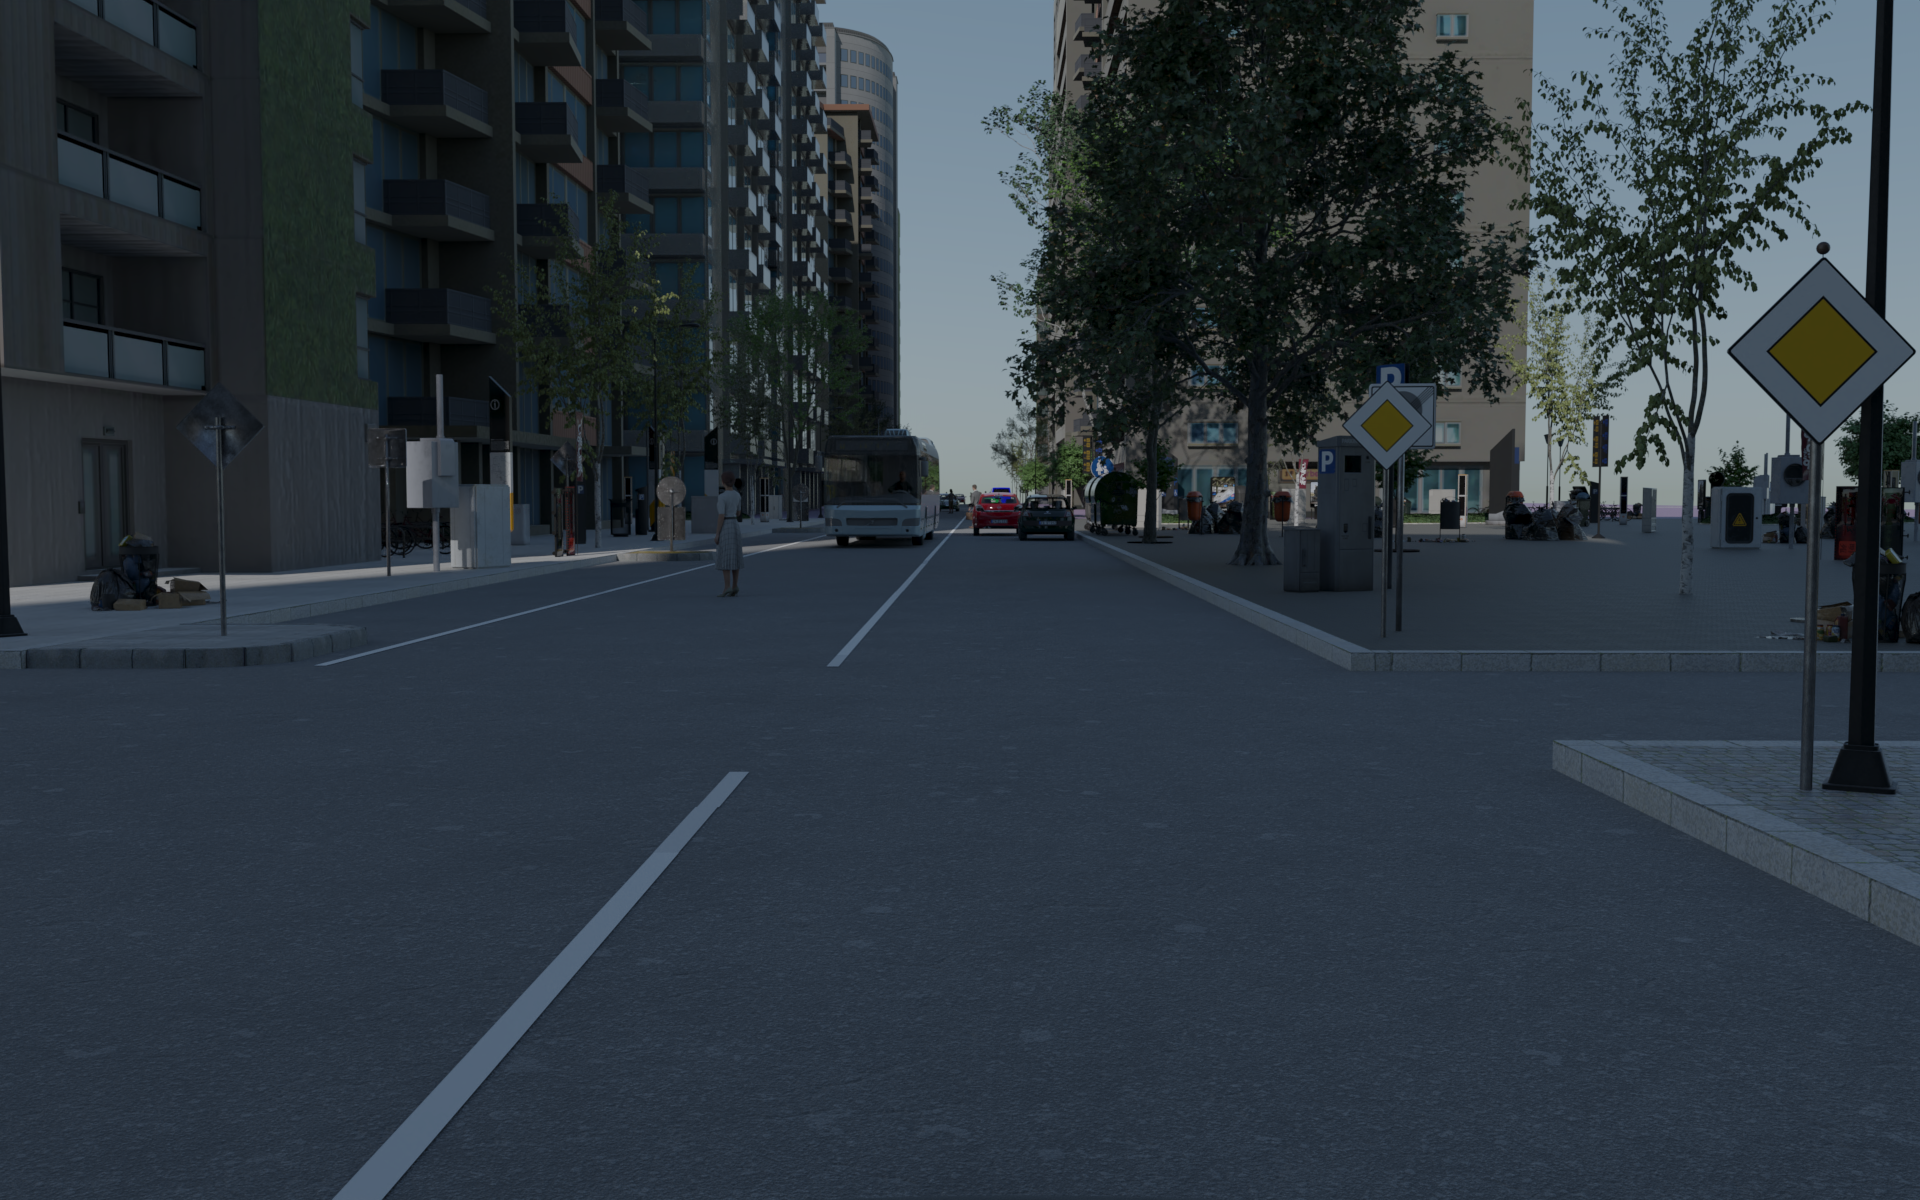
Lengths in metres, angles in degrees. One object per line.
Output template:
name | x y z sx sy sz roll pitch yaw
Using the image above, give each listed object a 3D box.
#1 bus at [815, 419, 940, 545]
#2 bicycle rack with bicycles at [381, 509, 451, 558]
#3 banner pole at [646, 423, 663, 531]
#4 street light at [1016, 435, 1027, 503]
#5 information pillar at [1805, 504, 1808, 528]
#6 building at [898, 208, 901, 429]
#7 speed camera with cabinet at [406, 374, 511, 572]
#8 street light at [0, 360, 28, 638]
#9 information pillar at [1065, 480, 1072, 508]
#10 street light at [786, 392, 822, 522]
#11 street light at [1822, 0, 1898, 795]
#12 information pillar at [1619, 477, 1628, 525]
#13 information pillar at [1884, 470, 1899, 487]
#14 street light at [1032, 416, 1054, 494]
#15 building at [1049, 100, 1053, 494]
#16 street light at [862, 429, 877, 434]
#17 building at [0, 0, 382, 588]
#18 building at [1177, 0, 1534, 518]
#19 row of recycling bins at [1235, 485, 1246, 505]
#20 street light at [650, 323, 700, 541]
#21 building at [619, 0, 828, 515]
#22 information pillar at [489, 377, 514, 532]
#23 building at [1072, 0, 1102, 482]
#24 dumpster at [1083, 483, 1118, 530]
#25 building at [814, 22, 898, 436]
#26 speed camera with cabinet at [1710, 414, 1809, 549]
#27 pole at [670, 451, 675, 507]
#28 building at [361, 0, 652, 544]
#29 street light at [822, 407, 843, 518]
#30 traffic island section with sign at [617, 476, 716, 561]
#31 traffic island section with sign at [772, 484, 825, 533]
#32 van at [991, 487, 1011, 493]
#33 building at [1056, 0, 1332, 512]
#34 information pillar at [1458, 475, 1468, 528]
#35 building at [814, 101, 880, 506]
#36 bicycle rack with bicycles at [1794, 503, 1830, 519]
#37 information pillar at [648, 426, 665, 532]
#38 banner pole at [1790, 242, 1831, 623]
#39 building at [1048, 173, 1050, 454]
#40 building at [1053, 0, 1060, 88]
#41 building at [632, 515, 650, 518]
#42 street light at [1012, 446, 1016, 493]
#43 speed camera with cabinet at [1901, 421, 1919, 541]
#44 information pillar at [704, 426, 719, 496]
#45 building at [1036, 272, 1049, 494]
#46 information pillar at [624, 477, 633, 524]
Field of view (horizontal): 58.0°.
bus | -2.145 -3.439 51.079 2.948 3.499 13.247 0 4 2
bicycle rack with bicycles | -12.149 -1.370 35.777 2.925 0.926 2.852 0 4 4
banner pole | -10.775 -4.332 60.840 0.863 3.779 0.401 -3 5 -42
street light | 5.356 -9.959 135.364 1.470 5.913 1.316 0 4 1
information pillar | 23.192 -2.607 47.116 0.304 2.012 0.304 1 4 16
building | -15.620 -34.090 240.962 14.154 41.232 14.086 0 4 1
speed camera with cabinet | -8.513 -2.148 29.453 0.660 3.252 2.038 1 4 23
street light | -8.084 -2.624 15.447 1.470 5.913 1.316 0 4 1
information pillar | 5.468 -5.067 87.336 0.304 2.012 0.304 0 4 -1
street light | -7.229 -6.505 78.892 1.470 5.913 1.316 0 4 1
street light | 3.392 -2.132 7.403 1.470 5.913 1.316 0 4 1
information pillar | 27.789 -4.161 72.532 0.304 2.012 0.304 1 4 17
information pillar | 28.635 -2.985 53.293 0.304 2.012 0.304 -1 4 -14
street light | 4.987 -7.983 103.055 1.470 5.913 1.316 0 4 1
building | 20.736 -34.523 188.145 21.300 48.544 21.600 0 4 1
street light | -6.482 -9.286 124.371 1.470 5.913 1.316 0 4 1
building | -18.269 -20.906 25.402 14.154 41.232 14.086 0 4 1
building | 19.570 -29.168 100.591 21.300 48.544 21.600 0 4 1
row of recycling bins | 13.545 -4.743 84.661 1.069 1.692 3.534 0 4 3
street light | -7.747 -4.565 47.171 1.470 5.913 1.316 0 4 1
building | -22.303 -31.624 136.664 23.786 49.044 30.456 0 4 1
information pillar | -9.154 -2.640 34.525 0.504 3.616 0.183 1 4 19
building | 19.591 -28.881 126.826 22.147 44.769 28.867 0 4 1
dumpster | 5.068 -3.426 61.768 1.264 1.857 1.865 0 4 1
building | -19.038 -41.430 219.374 21.231 58.520 28.212 0 4 1
speed camera with cabinet | 18.772 -2.831 40.624 2.038 3.252 0.660 0 4 2
pole | -13.654 -5.409 82.285 0.158 3.312 0.155 0 3 0
building | -22.611 -24.601 56.849 22.147 44.769 28.867 0 4 1
street light | -6.923 -7.346 92.649 1.470 5.913 1.316 0 4 1
traffic island section with sign | -6.354 -1.794 37.954 1.989 1.847 2.006 0 4 1
traffic island section with sign | -5.946 -3.442 64.906 1.989 1.847 2.006 0 4 1
van | 3.737 -9.523 160.085 2.240 2.365 5.245 0 4 -1
building | 19.473 -32.306 151.903 21.300 48.544 21.600 0 4 1
information pillar | 18.947 -3.717 65.263 0.304 2.012 0.304 2 4 29
building | -20.352 -32.826 191.323 22.147 44.769 28.867 0 4 1
bicycle rack with bicycles | 33.067 -3.231 66.217 2.852 0.926 2.925 0 4 4
information pillar | -10.309 -4.106 58.496 0.504 3.616 0.183 2 4 35
banner pole | 8.447 -1.655 17.082 0.401 3.779 0.863 2 4 29
building | 17.708 -34.065 207.072 14.600 45.320 14.200 0 4 1
building | 21.165 -48.937 238.372 20.563 71.187 20.611 0 4 1
building | -22.940 -29.728 105.660 23.786 49.044 30.456 0 4 1
street light | 5.782 -11.899 167.087 1.470 5.913 1.316 0 4 1
speed camera with cabinet | 25.285 -3.204 46.721 2.038 3.252 0.660 -1 4 -14
information pillar | -8.462 -4.142 59.083 0.504 3.616 0.183 0 4 -7
building | 16.717 -27.543 222.027 14.160 30.474 14.107 0 4 1
information pillar | -14.210 -4.265 74.229 0.304 2.012 0.304 0 4 -5
